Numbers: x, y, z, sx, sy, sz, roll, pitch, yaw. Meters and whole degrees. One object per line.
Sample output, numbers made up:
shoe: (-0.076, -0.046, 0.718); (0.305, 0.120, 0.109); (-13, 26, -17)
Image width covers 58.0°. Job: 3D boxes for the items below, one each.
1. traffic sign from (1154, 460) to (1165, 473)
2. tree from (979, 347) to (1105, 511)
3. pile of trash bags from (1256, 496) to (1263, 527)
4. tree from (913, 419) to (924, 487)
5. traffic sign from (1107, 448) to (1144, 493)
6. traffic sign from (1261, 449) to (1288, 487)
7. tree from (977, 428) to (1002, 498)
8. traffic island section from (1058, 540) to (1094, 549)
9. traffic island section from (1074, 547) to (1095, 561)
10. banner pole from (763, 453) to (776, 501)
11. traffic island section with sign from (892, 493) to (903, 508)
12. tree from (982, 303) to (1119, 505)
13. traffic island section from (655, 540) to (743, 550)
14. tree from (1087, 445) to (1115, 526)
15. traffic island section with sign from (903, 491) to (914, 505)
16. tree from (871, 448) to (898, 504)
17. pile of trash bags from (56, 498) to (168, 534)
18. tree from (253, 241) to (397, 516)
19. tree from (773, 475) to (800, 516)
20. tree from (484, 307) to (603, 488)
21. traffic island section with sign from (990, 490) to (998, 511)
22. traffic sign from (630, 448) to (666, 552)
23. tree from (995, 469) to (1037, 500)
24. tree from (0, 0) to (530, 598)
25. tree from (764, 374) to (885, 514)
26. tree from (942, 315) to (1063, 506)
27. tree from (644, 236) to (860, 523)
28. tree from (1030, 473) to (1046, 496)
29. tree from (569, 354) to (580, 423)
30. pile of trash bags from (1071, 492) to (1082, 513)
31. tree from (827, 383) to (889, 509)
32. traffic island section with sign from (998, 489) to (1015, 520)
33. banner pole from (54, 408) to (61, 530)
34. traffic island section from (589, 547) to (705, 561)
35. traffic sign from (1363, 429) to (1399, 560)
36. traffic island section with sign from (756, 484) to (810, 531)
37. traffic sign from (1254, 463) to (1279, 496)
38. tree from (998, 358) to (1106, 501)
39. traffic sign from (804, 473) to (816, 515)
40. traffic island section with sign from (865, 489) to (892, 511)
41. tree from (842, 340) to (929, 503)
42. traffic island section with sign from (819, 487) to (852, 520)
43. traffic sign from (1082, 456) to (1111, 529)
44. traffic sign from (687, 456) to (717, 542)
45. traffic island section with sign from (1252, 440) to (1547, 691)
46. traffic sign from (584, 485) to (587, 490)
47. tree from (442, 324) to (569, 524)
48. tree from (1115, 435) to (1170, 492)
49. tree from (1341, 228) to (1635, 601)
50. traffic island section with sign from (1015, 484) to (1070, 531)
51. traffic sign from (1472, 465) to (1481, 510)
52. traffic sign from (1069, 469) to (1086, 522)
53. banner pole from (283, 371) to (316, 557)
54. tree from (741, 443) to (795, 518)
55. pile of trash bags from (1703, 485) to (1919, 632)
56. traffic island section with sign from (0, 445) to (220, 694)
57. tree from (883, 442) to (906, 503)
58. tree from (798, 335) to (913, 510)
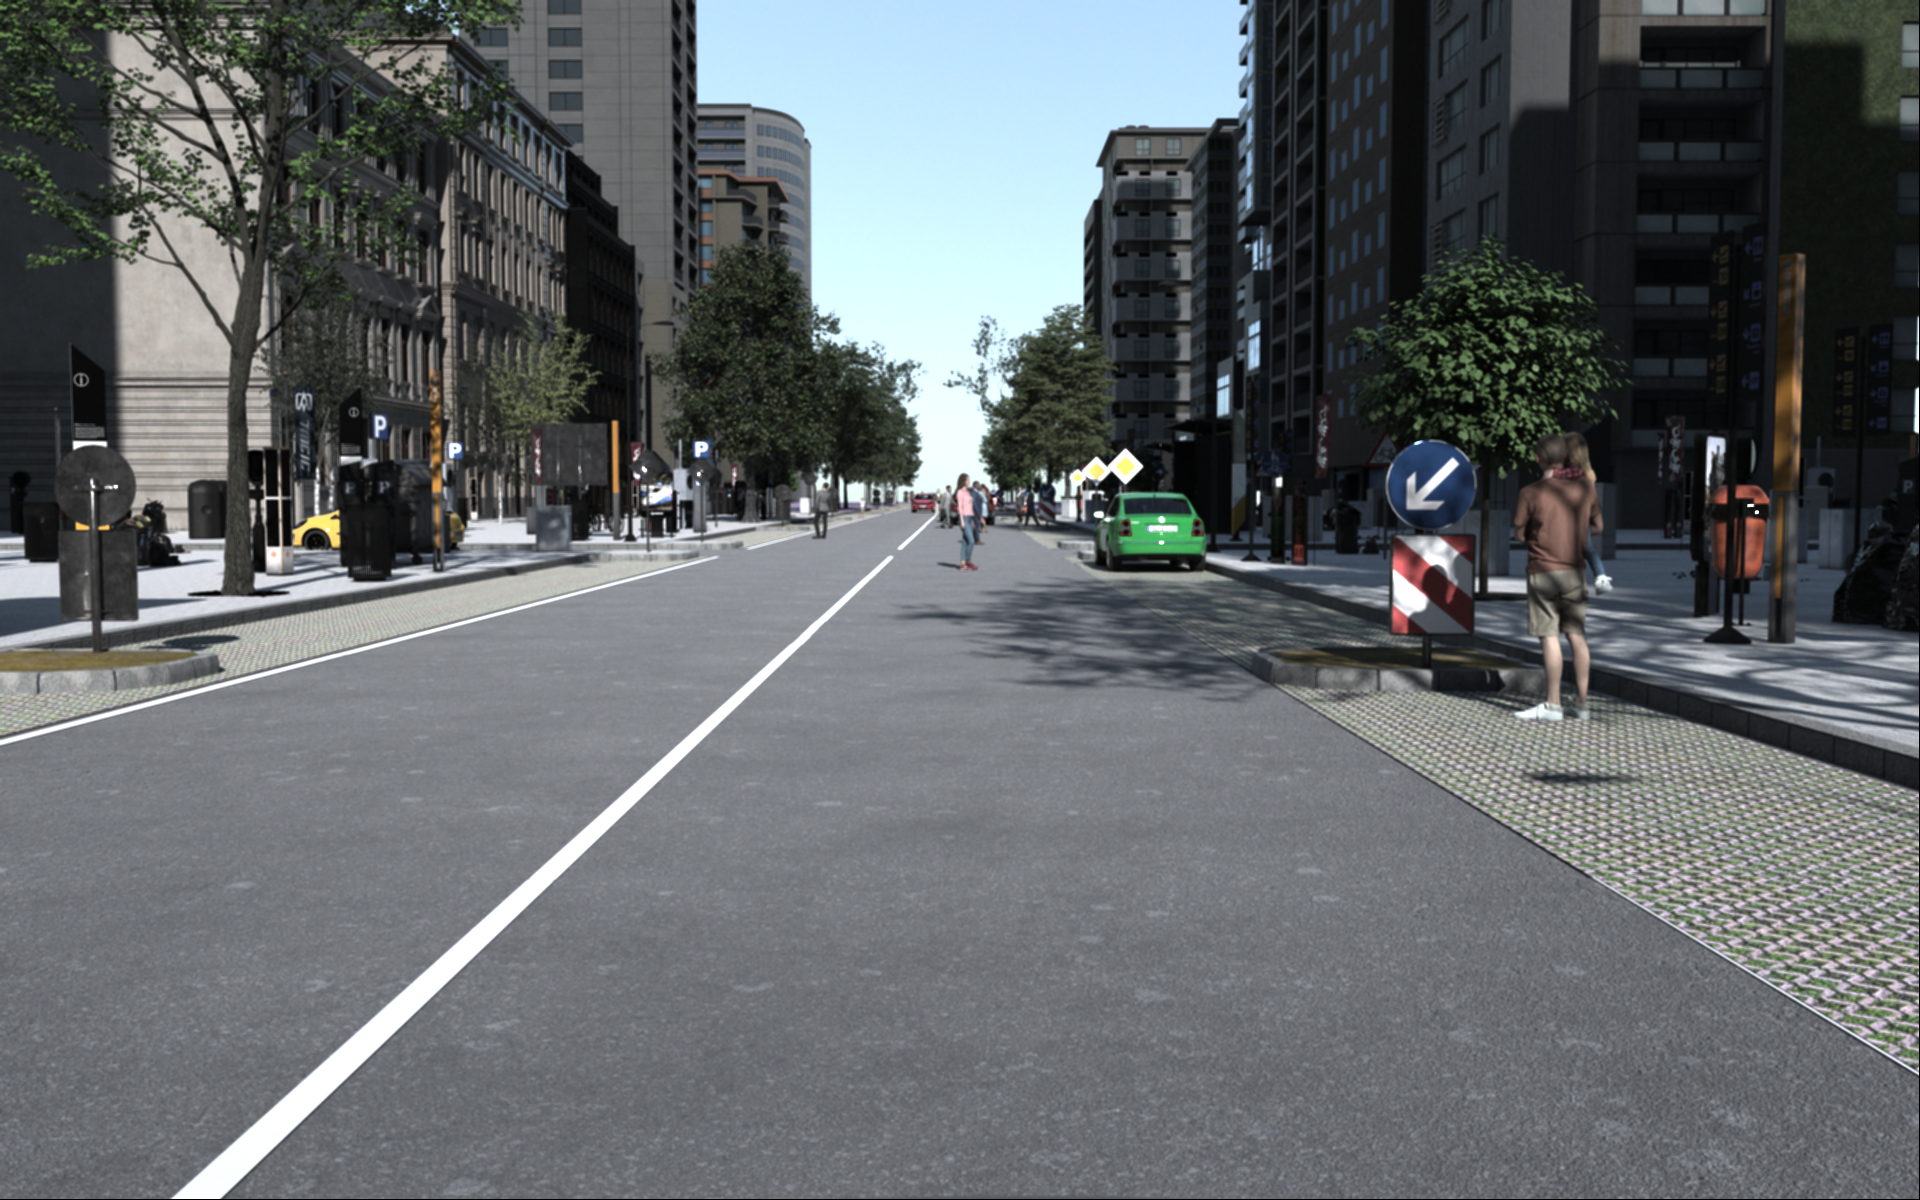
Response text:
traffic sign: (7.312, -3.967, 64.964); (0.768, 2.556, 0.104); (0, 4, 2)
tree: (6.651, -13.024, 129.946); (9.611, 12.733, 9.660); (0, 3, 0)
pile of trash bags: (11.985, -3.602, 68.643); (3.447, 1.369, 1.912); (1, 4, 22)
tree: (-10.251, -17.469, 192.277); (9.857, 13.997, 8.962); (0, 3, 0)
traffic sign: (3.631, -2.106, 38.072); (0.795, 2.450, 0.064); (0, 3, 0)
traffic sign: (8.954, -3.011, 49.332); (0.768, 2.556, 0.104); (0, 4, 6)
tree: (6.213, -20.932, 267.986); (9.928, 11.665, 9.643); (0, 3, 0)
traffic island section: (3.649, -1.459, 46.135); (2.009, 0.180, 2.903); (0, 3, 0)
traffic island section: (3.655, -0.971, 38.150); (2.009, 0.180, 2.903); (0, 3, 0)
banner pole: (-9.752, -5.993, 87.998); (0.863, 3.779, 0.401); (1, 4, 13)
traffic island section with sign: (-6.996, -10.062, 173.148); (1.989, 1.847, 2.006); (0, 3, 0)
tree: (6.108, -11.336, 103.476); (7.486, 12.596, 7.792); (0, 3, 0)
traffic island section: (-6.892, -1.459, 46.132); (2.009, 0.180, 2.903); (0, 3, 0)
tree: (5.856, -4.542, 68.855); (1.663, 3.219, 1.824); (0, 3, 0)
traffic island section with sign: (-7.021, -13.407, 227.835); (1.989, 1.847, 2.006); (0, 3, 0)
tree: (-10.224, -17.004, 228.382); (4.360, 8.622, 3.978); (0, 3, 0)
pile of trash bags: (-27.511, -2.847, 56.299); (3.447, 1.369, 1.912); (-1, 4, -12)
tree: (-18.493, -6.085, 49.849); (4.360, 8.622, 3.978); (0, 3, 0)
tree: (-10.101, -6.426, 99.671); (1.663, 3.219, 1.824); (0, 3, 0)
tree: (-16.122, -7.156, 67.361); (4.737, 8.622, 4.395); (0, 3, 0)
traffic island section with sign: (3.268, -8.386, 145.744); (1.989, 1.847, 2.006); (0, 3, 0)
traffic sign: (-6.863, -2.107, 38.086); (0.795, 2.450, 0.064); (0, 3, 0)
tree: (5.770, -11.170, 166.349); (4.285, 4.588, 4.351); (0, 3, 0)
tree: (-8.973, -5.863, 21.609); (9.928, 11.665, 9.643); (0, 3, 0)
tree: (-9.659, -11.873, 128.537); (8.767, 10.594, 7.601); (0, 4, 1)
tree: (4.979, -20.061, 183.885); (12.611, 20.169, 13.585); (0, 3, 0)
tree: (-9.315, -9.790, 77.072); (9.611, 12.733, 9.660); (0, 3, 0)
tree: (6.486, -9.262, 146.043); (1.663, 3.219, 1.824); (0, 3, 0)
tree: (-20.028, -8.096, 82.737); (4.360, 8.622, 3.978); (0, 3, 0)
pile of trash bags: (8.111, -6.600, 117.661); (1.912, 1.369, 3.447); (0, 4, -6)
tree: (-10.098, -13.928, 153.470); (9.928, 11.665, 9.643); (0, 3, 0)
traffic island section with sign: (3.283, -5.343, 95.990); (1.989, 1.847, 2.006); (0, 3, 0)
banner pole: (-26.209, -3.692, 50.387); (0.401, 3.779, 0.863); (-1, 4, -20)
traffic island section: (-6.887, -0.970, 38.147); (2.009, 0.180, 2.903); (0, 3, 0)
traffic sign: (8.315, -2.068, 33.814); (0.884, 2.594, 0.081); (0, 4, 6)
traffic island section with sign: (-6.913, -3.620, 67.820); (1.989, 1.847, 2.006); (0, 3, 0)
traffic sign: (10.177, -3.532, 57.746); (0.884, 2.594, 0.081); (0, 4, 8)
tree: (6.222, -11.028, 114.716); (8.767, 10.594, 7.601); (3, 5, 43)
traffic sign: (-9.014, -6.357, 104.042); (0.768, 2.556, 0.104); (0, 4, 4)
traffic island section with sign: (-6.971, -8.414, 146.193); (1.989, 1.847, 2.006); (0, 3, 0)
tree: (-10.459, -22.018, 215.890); (12.611, 20.169, 13.585); (0, 3, 0)
traffic island section with sign: (-6.932, -5.269, 94.775); (1.989, 1.847, 2.006); (0, 3, 0)
traffic sign: (3.626, -2.594, 46.057); (0.795, 2.450, 0.064); (0, 3, 0)
traffic sign: (-6.869, -2.595, 46.071); (0.795, 2.450, 0.064); (0, 3, 0)
traffic island section with sign: (3.339, -0.295, 13.444); (1.989, 1.847, 2.006); (0, 3, 0)
traffic sign: (-11.910, -3.362, 55.072); (0.768, 2.556, 0.104); (0, 4, 6)
tree: (-19.857, -7.568, 74.101); (4.360, 8.622, 3.978); (0, 3, 0)
tree: (6.093, -3.819, 57.035); (1.663, 3.219, 1.824); (0, 3, 0)
tree: (6.548, -2.298, 21.285); (4.285, 4.588, 4.351); (0, 3, 0)
traffic island section with sign: (3.303, -3.658, 68.436); (1.989, 1.847, 2.006); (0, 3, 0)
traffic sign: (8.519, -1.686, 28.749); (0.795, 2.450, 0.064); (0, 4, 4)
traffic sign: (5.392, -4.781, 79.350); (0.795, 2.450, 0.064); (1, 4, 9)
banner pole: (-13.533, -2.778, 35.430); (0.401, 3.779, 0.863); (3, 4, 38)
tree: (-10.110, -6.677, 92.883); (4.285, 4.588, 4.351); (0, 3, 0)
pile of trash bags: (9.047, -0.430, 16.778); (3.447, 1.369, 1.912); (1, 4, 13)
traffic island section with sign: (-6.882, -0.284, 13.268); (1.989, 1.847, 2.006); (0, 3, 0)
tree: (-9.179, -17.744, 240.476); (4.737, 8.622, 4.395); (0, 3, 0)
tree: (-9.816, -14.192, 138.688); (9.857, 13.997, 8.962); (0, 3, 0)
